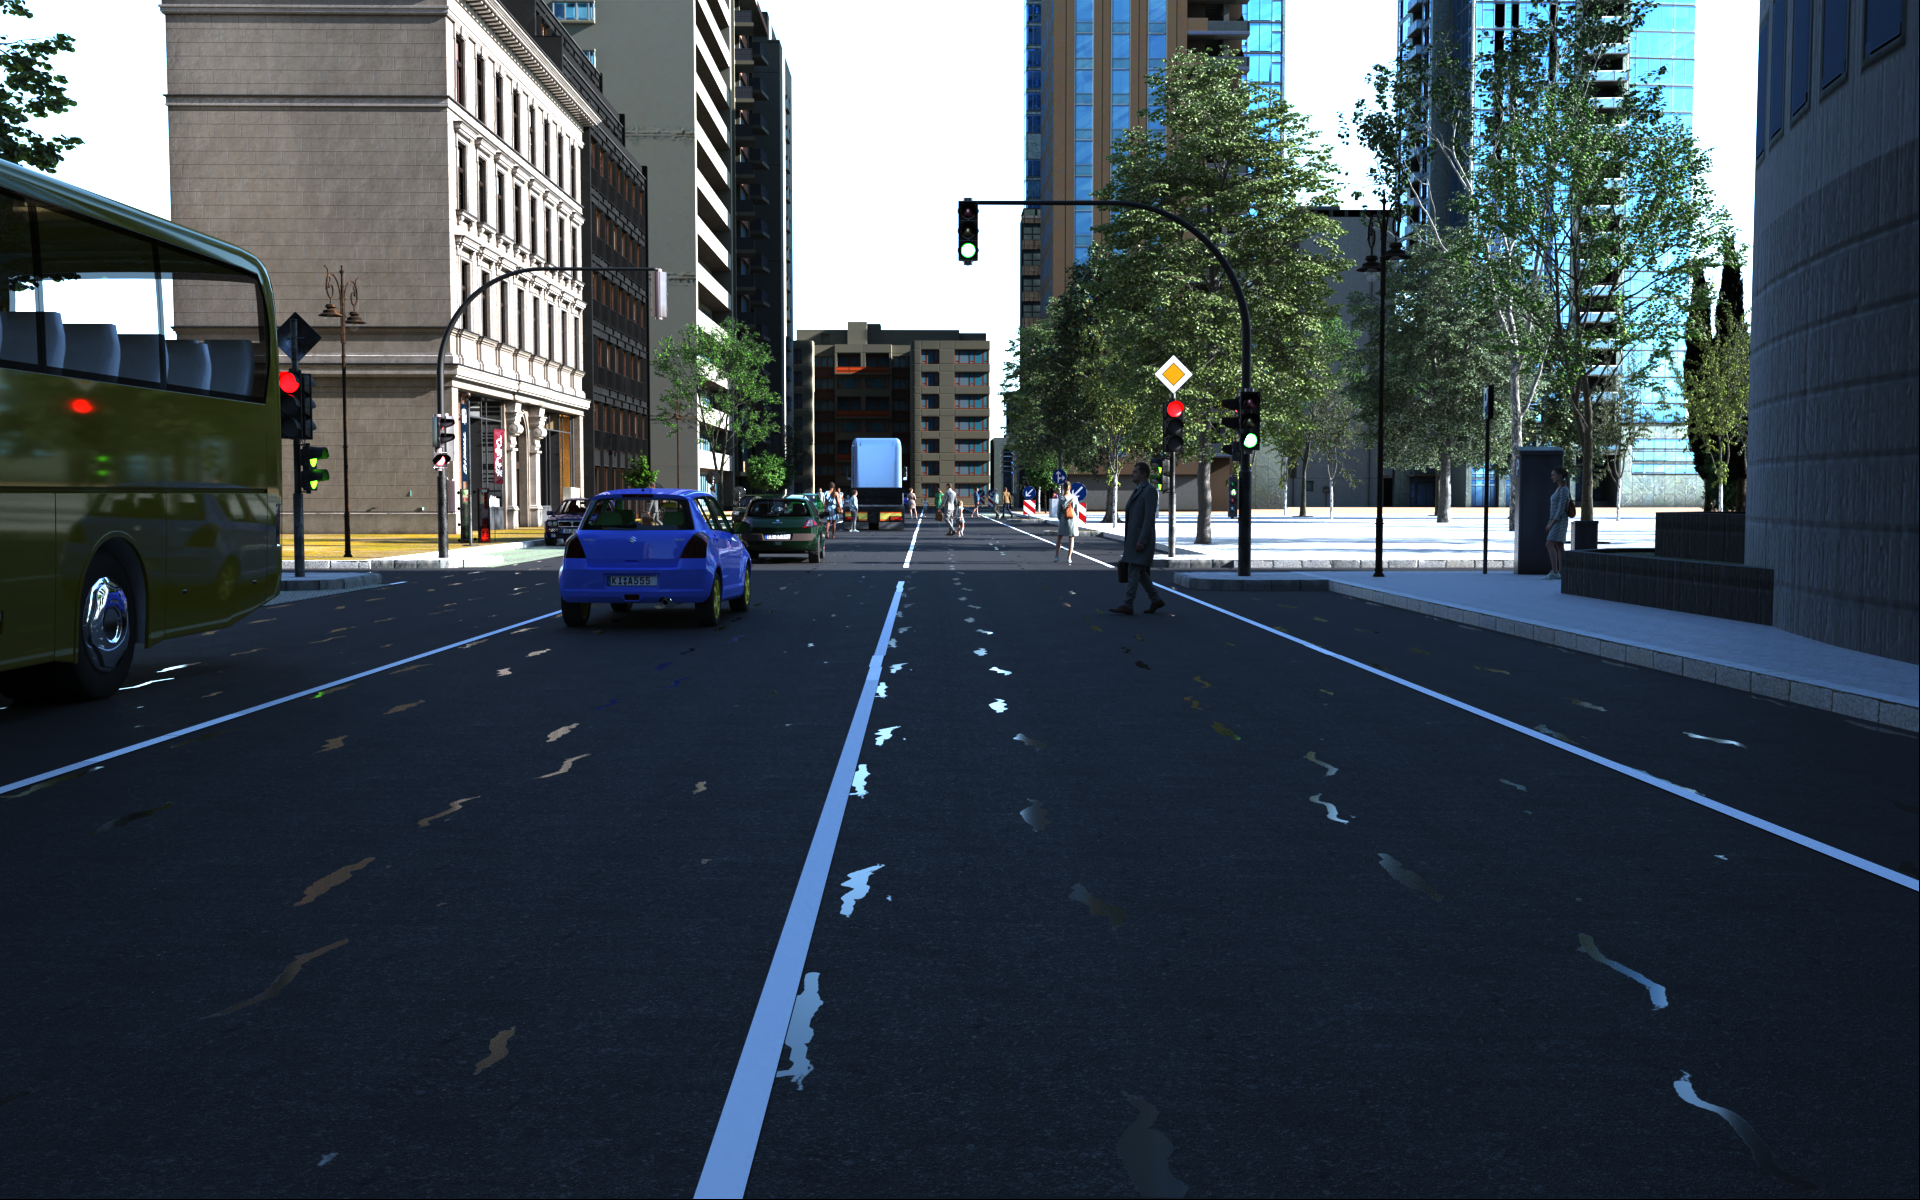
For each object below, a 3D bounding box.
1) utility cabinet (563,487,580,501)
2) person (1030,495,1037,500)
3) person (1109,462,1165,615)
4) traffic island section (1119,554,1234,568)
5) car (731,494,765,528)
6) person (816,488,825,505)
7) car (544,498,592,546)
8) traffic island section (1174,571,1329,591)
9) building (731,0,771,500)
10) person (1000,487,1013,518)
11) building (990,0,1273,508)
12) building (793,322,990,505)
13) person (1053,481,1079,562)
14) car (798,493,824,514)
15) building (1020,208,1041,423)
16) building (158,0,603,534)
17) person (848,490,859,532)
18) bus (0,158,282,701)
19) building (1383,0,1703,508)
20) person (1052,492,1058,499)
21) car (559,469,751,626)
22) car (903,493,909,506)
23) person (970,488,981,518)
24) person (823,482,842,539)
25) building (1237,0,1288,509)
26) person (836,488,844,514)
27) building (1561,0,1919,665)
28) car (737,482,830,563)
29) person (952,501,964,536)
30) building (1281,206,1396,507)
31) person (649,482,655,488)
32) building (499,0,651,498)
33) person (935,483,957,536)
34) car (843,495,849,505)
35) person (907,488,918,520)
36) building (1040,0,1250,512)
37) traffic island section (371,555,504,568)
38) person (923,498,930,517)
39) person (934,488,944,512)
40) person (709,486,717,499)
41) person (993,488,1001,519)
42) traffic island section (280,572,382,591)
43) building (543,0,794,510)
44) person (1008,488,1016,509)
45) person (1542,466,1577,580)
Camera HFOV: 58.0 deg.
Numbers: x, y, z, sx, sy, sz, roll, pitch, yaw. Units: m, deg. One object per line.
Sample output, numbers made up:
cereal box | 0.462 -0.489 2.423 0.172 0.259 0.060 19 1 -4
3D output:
utility cabinet | -12.514 -2.886 55.859 0.318 1.500 1.173 -2 4 -25
person | 5.359 -7.522 129.708 0.721 1.739 1.217 -3 5 -41
person | 2.118 -0.739 20.683 0.767 1.812 0.694 -1 4 -10
traffic island section | 4.321 -0.787 35.147 2.009 0.180 2.903 0 4 -1
car | -7.999 -3.603 68.695 2.009 1.686 4.222 0 4 0
person | -8.738 -6.067 107.794 0.635 1.810 0.391 -1 4 -10
car | -10.606 -2.228 49.010 1.945 1.354 3.894 0 4 -1
traffic island section | 4.469 -0.299 27.163 2.009 0.180 2.903 0 4 -1
building | -27.708 -30.003 145.177 22.147 44.769 28.867 0 4 -1
person | 2.836 -5.883 104.595 0.836 1.842 0.656 2 4 26
building | 19.174 -54.632 205.911 31.000 86.520 22.319 0 4 -1
building | -11.324 -22.239 208.654 28.899 21.520 27.650 0 4 -1
person | 2.248 -1.641 36.334 0.512 1.701 0.522 -1 4 -12
car | -9.072 -5.709 102.141 1.959 1.807 4.718 0 4 1
building | 13.007 -24.787 176.973 14.160 30.474 14.107 0 4 -1
building | -20.539 -12.541 55.956 10.553 20.767 40.483 0 4 -1
person | -4.001 -3.374 65.483 0.330 1.601 0.589 -1 4 -20
bus | -7.057 -1.078 9.167 2.896 3.916 12.252 0 4 -2
building | 58.512 -52.626 173.099 31.000 86.520 22.319 0 4 -1
person | 6.778 -6.958 123.041 0.421 1.427 0.697 2 4 25
car | -3.442 -0.642 20.091 1.945 1.707 3.694 0 4 1
car | -6.003 -10.795 186.085 1.945 1.707 3.694 0 4 -2
person | 0.936 -5.857 104.288 0.654 1.822 0.581 0 4 -1
person | -4.100 -2.878 55.658 0.616 1.811 0.778 1 4 10
building | 16.718 -51.360 152.408 22.319 86.520 31.000 0 4 -1
person | -7.352 -5.914 105.281 0.616 1.811 0.778 2 4 33
building | 17.616 -28.614 9.840 21.231 58.520 28.212 0 4 -1
car | -3.819 -1.687 37.374 2.009 1.686 4.222 0 4 -3
person | -0.071 -2.756 58.582 0.505 1.210 0.382 2 4 32
building | 35.902 -24.828 177.645 14.107 30.474 14.160 0 4 -1
person | -10.214 -3.033 58.050 0.822 1.834 0.622 0 4 7
building | -22.517 -15.552 83.951 12.332 23.373 15.834 0 4 -1
person | -0.401 -3.143 60.007 0.853 1.813 0.709 2 4 35
car | -10.026 -9.249 163.589 2.083 1.381 4.827 0 4 -3
person | -2.682 -5.413 97.350 0.599 1.781 0.374 0 4 -1
building | 13.442 -29.415 131.044 14.600 45.320 14.200 0 4 -1
traffic island section | -10.418 -0.771 34.880 2.009 0.180 2.903 0 4 -1
person | -2.134 -5.841 109.015 0.505 1.210 0.382 1 4 19
person | -1.366 -6.115 108.722 0.600 1.795 0.529 1 4 22
person | -11.462 -4.360 80.019 0.641 1.798 0.478 0 4 -6
person | 2.089 -5.450 98.091 0.515 1.767 0.782 0 4 8
traffic island section | -10.269 -0.282 26.896 2.009 0.180 2.903 0 4 -1
building | -27.978 -33.558 172.373 21.600 48.544 21.300 0 4 -1
person | 4.331 -8.810 150.071 0.705 1.826 1.348 3 4 39
person | 9.034 -1.167 26.131 0.522 1.701 0.512 0 4 8
